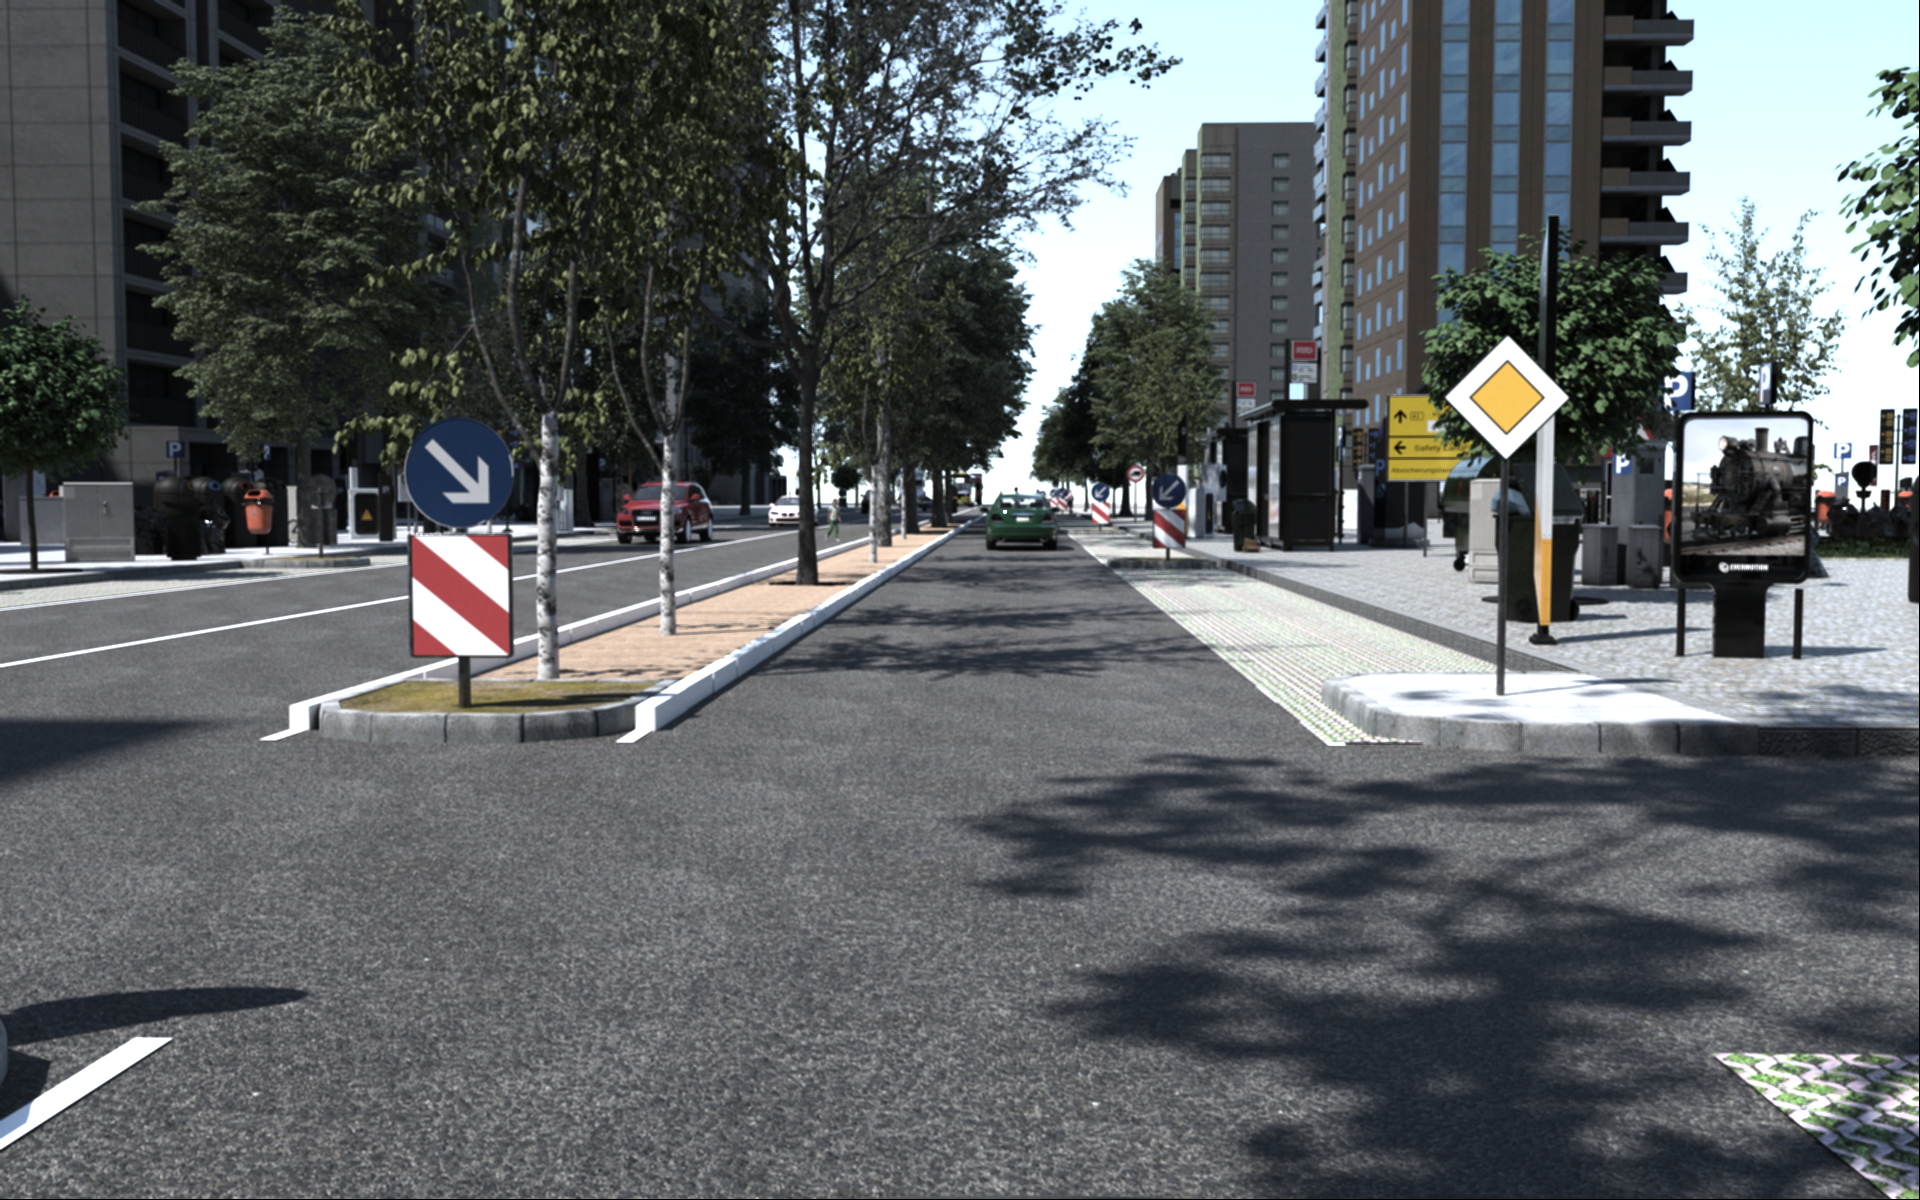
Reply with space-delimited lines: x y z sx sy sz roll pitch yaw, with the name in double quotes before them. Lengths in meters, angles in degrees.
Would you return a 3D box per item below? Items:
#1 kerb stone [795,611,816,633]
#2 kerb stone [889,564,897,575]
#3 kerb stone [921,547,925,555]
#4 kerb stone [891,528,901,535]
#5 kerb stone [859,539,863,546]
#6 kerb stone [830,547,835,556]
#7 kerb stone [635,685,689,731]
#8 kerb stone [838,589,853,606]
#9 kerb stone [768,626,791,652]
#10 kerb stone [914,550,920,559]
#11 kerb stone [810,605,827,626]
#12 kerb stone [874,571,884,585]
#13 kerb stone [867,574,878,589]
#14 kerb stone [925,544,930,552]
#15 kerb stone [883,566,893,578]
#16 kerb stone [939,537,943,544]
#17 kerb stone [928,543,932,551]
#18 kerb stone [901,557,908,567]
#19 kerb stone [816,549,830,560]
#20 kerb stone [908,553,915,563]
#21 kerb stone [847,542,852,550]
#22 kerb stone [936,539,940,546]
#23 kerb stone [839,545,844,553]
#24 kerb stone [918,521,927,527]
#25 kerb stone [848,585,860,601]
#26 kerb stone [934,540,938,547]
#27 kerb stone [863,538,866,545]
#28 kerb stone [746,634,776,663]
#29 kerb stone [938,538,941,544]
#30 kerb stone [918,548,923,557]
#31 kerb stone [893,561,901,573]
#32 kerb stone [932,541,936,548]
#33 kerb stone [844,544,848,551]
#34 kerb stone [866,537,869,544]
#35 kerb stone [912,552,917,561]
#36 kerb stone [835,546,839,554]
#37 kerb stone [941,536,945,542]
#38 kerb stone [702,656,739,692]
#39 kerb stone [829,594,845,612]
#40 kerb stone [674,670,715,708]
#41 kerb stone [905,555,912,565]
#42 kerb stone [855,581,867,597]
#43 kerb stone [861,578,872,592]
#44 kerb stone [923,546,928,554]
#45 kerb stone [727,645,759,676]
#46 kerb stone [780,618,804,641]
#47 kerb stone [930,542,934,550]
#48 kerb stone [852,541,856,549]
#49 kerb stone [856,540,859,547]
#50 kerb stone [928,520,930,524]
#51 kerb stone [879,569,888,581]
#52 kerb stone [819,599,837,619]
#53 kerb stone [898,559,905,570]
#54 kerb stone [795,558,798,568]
"kerb stone" -1.649 0.249 18.131 0.120 0.150 1.000 0 4 2
"kerb stone" -1.240 -0.500 30.401 0.120 0.150 1.000 0 4 2
"kerb stone" -0.937 -1.066 39.627 0.120 0.150 1.000 0 4 2
"kerb stone" -2.292 -2.448 62.216 0.120 0.150 1.000 0 4 2
"kerb stone" -2.797 -1.505 46.852 0.120 0.150 1.000 0 4 2
"kerb stone" -3.031 -1.070 39.685 0.120 0.150 1.000 0 4 2
"kerb stone" -1.884 0.687 10.959 0.120 0.150 1.000 0 4 2
"kerb stone" -1.517 -0.001 22.222 0.120 0.150 1.000 0 4 2
"kerb stone" -1.718 0.381 16.085 0.120 0.150 1.000 0 4 2
"kerb stone" -1.008 -0.941 37.579 0.120 0.150 1.000 0 4 2
"kerb stone" -1.610 0.195 19.153 0.120 0.150 1.000 0 4 2
"kerb stone" -1.341 -0.314 27.337 0.120 0.150 1.000 0 4 2
"kerb stone" -1.381 -0.251 26.316 0.120 0.150 1.000 0 4 2
"kerb stone" -0.867 -1.192 41.686 0.120 0.150 1.000 0 4 2
"kerb stone" -1.282 -0.439 29.380 0.120 0.150 1.000 0 4 2
"kerb stone" -0.631 -1.630 48.854 0.120 0.150 1.000 0 4 2
"kerb stone" -0.837 -1.255 42.707 0.120 0.150 1.000 0 4 2
"kerb stone" -1.138 -0.690 33.475 0.120 0.150 1.000 0 4 2
"kerb stone" -3.071 -1.007 38.662 0.120 0.150 1.000 0 4 2
"kerb stone" -1.068 -0.815 35.529 0.120 0.150 1.000 0 4 2
"kerb stone" -2.907 -1.319 43.780 0.120 0.150 1.000 0 4 2
"kerb stone" -0.703 -1.499 46.796 0.120 0.150 1.000 0 4 2
"kerb stone" -2.974 -1.190 41.728 0.120 0.150 1.000 0 4 2
"kerb stone" -1.716 -3.514 79.646 0.120 0.150 1.000 0 4 2
"kerb stone" -1.479 -0.060 23.244 0.120 0.150 1.000 0 4 2
"kerb stone" -0.735 -1.439 45.774 0.120 0.150 1.000 0 4 2
"kerb stone" -2.765 -1.570 47.873 0.120 0.150 1.000 0 4 2
"kerb stone" -1.752 0.437 15.052 0.120 0.150 1.000 0 4 2
"kerb stone" -0.663 -1.565 47.829 0.120 0.150 1.000 0 4 2
"kerb stone" -0.977 -1.004 38.603 0.120 0.150 1.000 0 4 2
"kerb stone" -1.207 -0.563 31.427 0.120 0.150 1.000 0 4 2
"kerb stone" -0.770 -1.377 44.753 0.120 0.150 1.000 0 4 2
"kerb stone" -2.935 -1.253 42.757 0.120 0.150 1.000 0 4 2
"kerb stone" -2.729 -1.633 48.895 0.120 0.150 1.000 0 4 2
"kerb stone" -1.043 -0.878 36.557 0.120 0.150 1.000 0 4 2
"kerb stone" -3.009 -1.132 40.707 0.120 0.150 1.000 0 4 2
"kerb stone" -0.592 -1.693 49.884 0.120 0.150 1.000 0 4 2
"kerb stone" -1.818 0.562 13.002 0.120 0.150 1.000 0 4 2
"kerb stone" -1.548 0.061 21.201 0.120 0.150 1.000 0 4 2
"kerb stone" -1.858 0.625 11.981 0.120 0.150 1.000 0 4 2
"kerb stone" -1.104 -0.752 34.497 0.120 0.150 1.000 0 4 2
"kerb stone" -1.444 -0.127 24.272 0.120 0.150 1.000 0 4 2
"kerb stone" -1.419 -0.190 25.294 0.120 0.150 1.000 0 4 2
"kerb stone" -0.907 -1.124 40.657 0.120 0.150 1.000 0 4 2
"kerb stone" -1.780 0.500 14.028 0.120 0.150 1.000 0 4 2
"kerb stone" -1.690 0.314 17.110 0.120 0.150 1.000 0 4 2
"kerb stone" -0.808 -1.317 43.732 0.120 0.150 1.000 0 4 2
"kerb stone" -2.870 -1.383 44.808 0.120 0.150 1.000 0 4 2
"kerb stone" -2.836 -1.446 45.830 0.120 0.150 1.000 0 4 2
"kerb stone" -1.642 -3.639 81.695 0.120 0.150 1.000 0 4 2
"kerb stone" -1.316 -0.377 28.358 0.120 0.150 1.000 0 4 2
"kerb stone" -1.576 0.126 20.174 0.120 0.150 1.000 0 4 2
"kerb stone" -1.167 -0.625 32.448 0.120 0.150 1.000 0 4 2
"kerb stone" -3.236 -0.693 33.526 0.120 0.150 1.000 0 4 2
